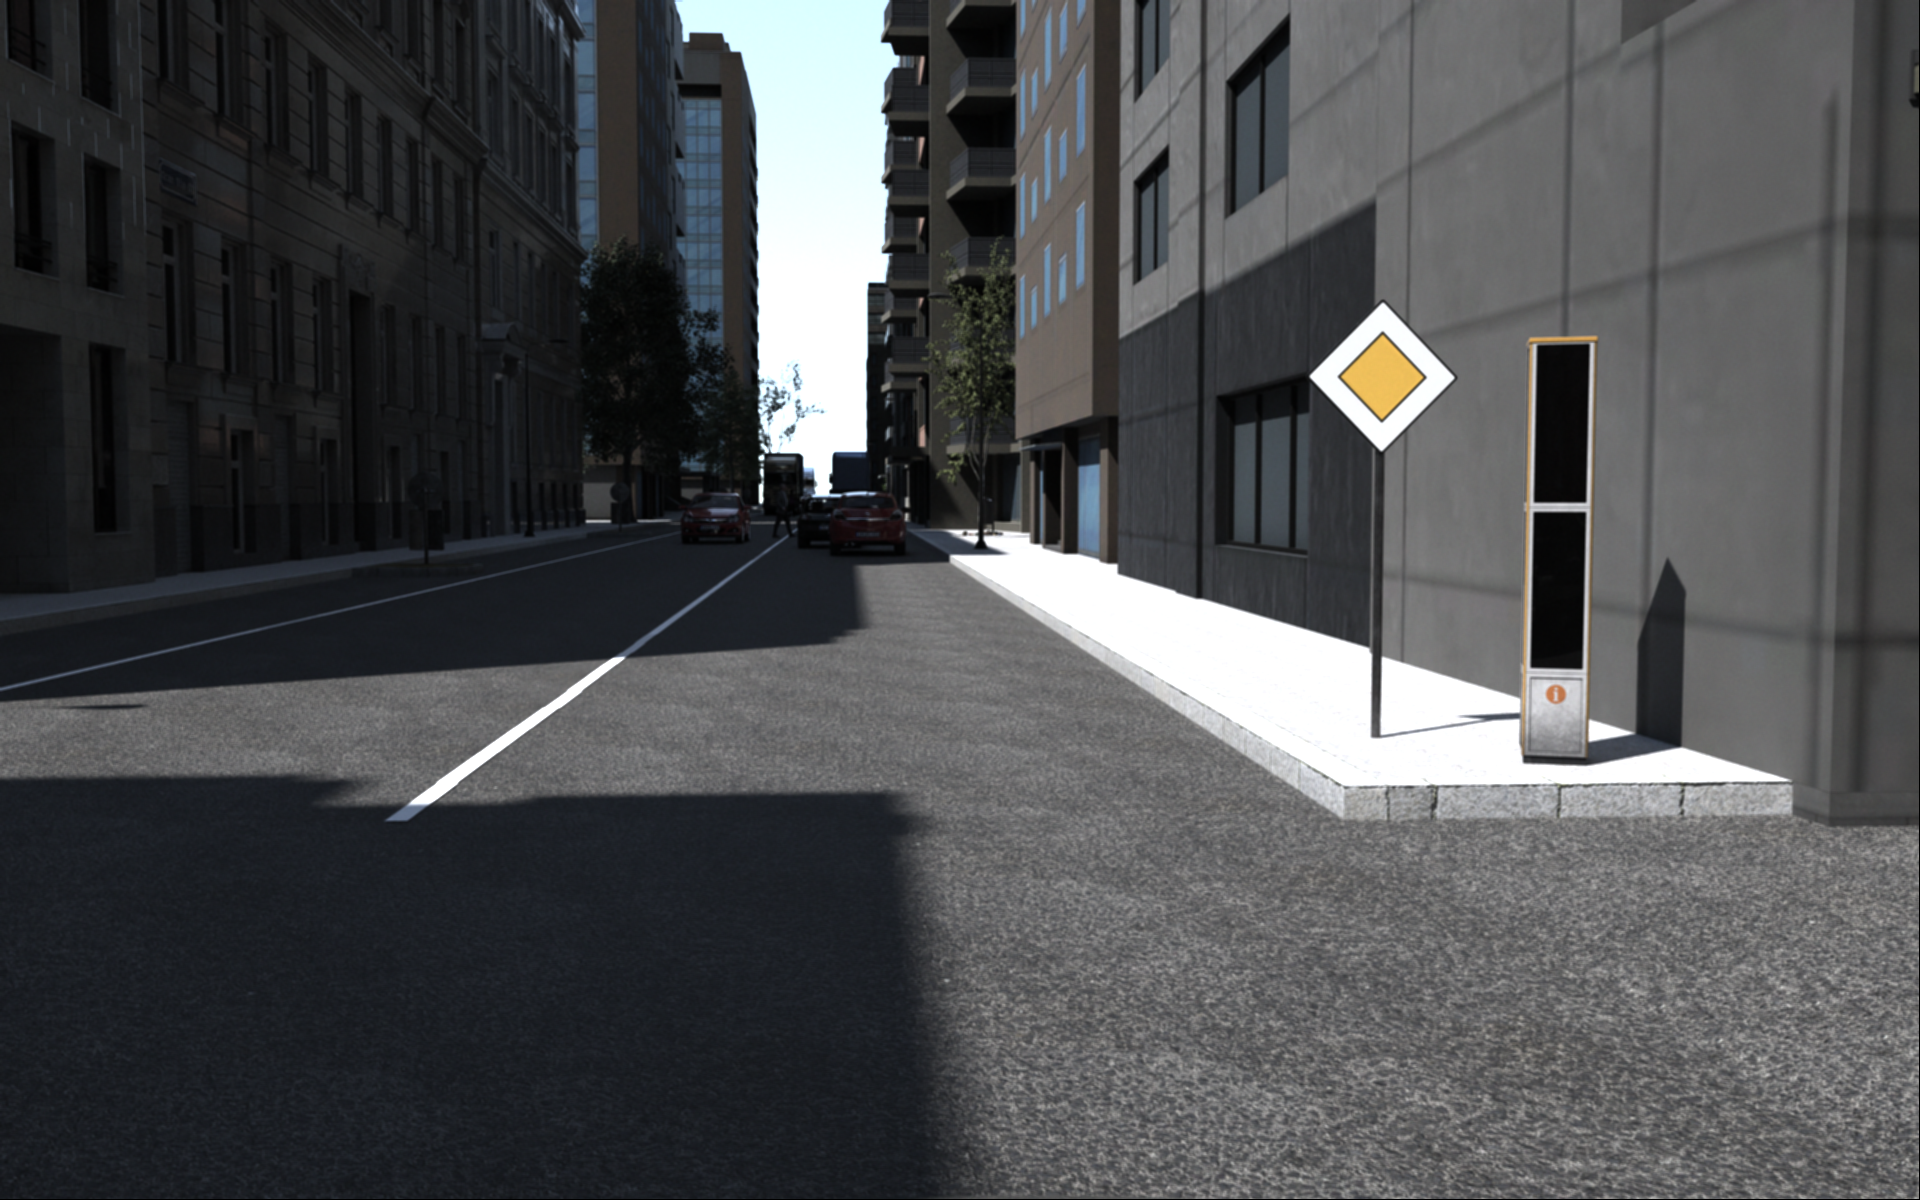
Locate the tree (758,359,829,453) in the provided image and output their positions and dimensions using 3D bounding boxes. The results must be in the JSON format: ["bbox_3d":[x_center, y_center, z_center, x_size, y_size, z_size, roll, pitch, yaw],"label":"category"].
[{"bbox_3d":[-25.096,-23.607,241.864,12.611,20.169,13.585,0,3,0],"label":"tree"}]

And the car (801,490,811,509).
[{"bbox_3d":[-13.053,-7.925,138.249,2.281,1.827,5.304,0,4,-5],"label":"car"}]

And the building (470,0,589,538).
[{"bbox_3d":[-20.725,-16.717,59.220,13.634,28.700,20.117,0,4,-4],"label":"building"}]

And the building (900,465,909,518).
[{"bbox_3d":[12.866,-24.829,97.837,32.217,40.220,23.993,0,4,-4],"label":"building"}]

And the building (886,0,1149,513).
[{"bbox_3d":[4.051,-43.465,148.903,20.563,71.187,20.611,0,4,-4],"label":"building"}]

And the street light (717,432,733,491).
[{"bbox_3d":[-17.601,-9.599,129.479,1.470,5.913,1.316,0,4,-4],"label":"street light"}]

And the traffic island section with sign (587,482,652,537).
[{"bbox_3d":[-11.413,-3.033,58.215,1.989,1.847,2.006,0,4,-4],"label":"traffic island section with sign"}]

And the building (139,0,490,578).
[{"bbox_3d":[-18.663,-14.649,36.781,12.463,27.353,25.104,0,4,-4],"label":"building"}]

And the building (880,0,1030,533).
[{"bbox_3d":[7.986,-25.389,69.738,22.147,44.769,28.867,0,4,-4],"label":"building"}]

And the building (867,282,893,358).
[{"bbox_3d":[-5.650,-28.429,236.518,14.160,30.474,14.107,0,4,-4],"label":"building"}]

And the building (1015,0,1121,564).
[{"bbox_3d":[8.805,-23.698,37.569,14.600,45.320,14.200,0,4,-4],"label":"building"}]

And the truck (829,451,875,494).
[{"bbox_3d":[-6.679,-6.959,103.545,2.967,4.110,18.799,0,4,-2],"label":"truck"}]

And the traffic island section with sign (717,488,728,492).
[{"bbox_3d":[-14.684,-6.049,107.526,1.989,1.847,2.006,0,4,-4],"label":"traffic island section with sign"}]

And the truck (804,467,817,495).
[{"bbox_3d":[-16.084,-11.584,179.154,2.967,4.110,18.799,0,4,-4],"label":"truck"}]

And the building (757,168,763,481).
[{"bbox_3d":[-36.588,-36.535,216.962,23.786,49.044,30.456,0,4,-4],"label":"building"}]

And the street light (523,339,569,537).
[{"bbox_3d":[-12.406,-4.854,51.909,1.470,5.913,1.316,0,4,-4],"label":"street light"}]

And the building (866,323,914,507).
[{"bbox_3d":[2.329,-22.647,215.322,27.650,21.520,28.899,0,4,-4],"label":"building"}]

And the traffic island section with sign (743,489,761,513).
[{"bbox_3d":[-16.471,-7.701,134.535,1.989,1.847,2.006,0,4,-4],"label":"traffic island section with sign"}]

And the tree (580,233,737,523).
[{"bbox_3d":[-14.687,-9.739,76.241,9.611,12.733,9.660,0,3,0],"label":"tree"}]

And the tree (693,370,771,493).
[{"bbox_3d":[-21.179,-14.695,158.392,7.486,12.596,7.792,0,3,0],"label":"tree"}]

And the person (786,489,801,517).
[{"bbox_3d":[-10.425,-5.983,107.006,1.217,1.739,0.721,-1,4,-19],"label":"person"}]

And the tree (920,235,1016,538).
[{"bbox_3d":[0.697,-6.113,50.316,4.737,8.622,4.395,0,3,0],"label":"tree"}]

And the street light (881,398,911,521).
[{"bbox_3d":[-2.947,-6.795,83.636,1.470,5.913,1.316,0,4,-4],"label":"street light"}]

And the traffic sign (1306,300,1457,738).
[{"bbox_3d":[2.187,-0.331,9.061,0.795,2.450,0.064,0,4,-4],"label":"traffic sign"}]

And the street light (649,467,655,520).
[{"bbox_3d":[-14.612,-6.878,84.997,1.470,5.913,1.316,0,4,-4],"label":"street light"}]

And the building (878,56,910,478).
[{"bbox_3d":[3.270,-34.567,184.774,23.786,49.044,30.456,0,4,-4],"label":"building"}]

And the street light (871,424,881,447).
[{"bbox_3d":[-4.968,-8.706,114.876,1.470,5.913,1.316,0,4,-4],"label":"street light"}]

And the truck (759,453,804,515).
[{"bbox_3d":[-12.244,-8.027,120.150,2.839,4.237,11.283,0,4,-3],"label":"truck"}]

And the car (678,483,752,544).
[{"bbox_3d":[-7.238,-2.595,51.467,2.155,1.783,4.494,0,4,-3],"label":"car"}]

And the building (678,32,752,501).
[{"bbox_3d":[-28.175,-31.957,172.602,14.600,45.320,14.200,0,4,-4],"label":"building"}]

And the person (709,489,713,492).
[{"bbox_3d":[-13.816,-5.278,95.524,0.721,1.735,1.217,0,4,1],"label":"person"}]

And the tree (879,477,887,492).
[{"bbox_3d":[-6.740,-10.629,168.388,1.663,3.219,1.824,0,3,0],"label":"tree"}]

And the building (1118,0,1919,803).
[{"bbox_3d":[13.350,-35.343,16.112,20.611,71.187,20.563,0,4,-4],"label":"building"}]

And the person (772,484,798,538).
[{"bbox_3d":[-5.775,-2.944,57.039,0.834,1.777,0.661,1,4,9],"label":"person"}]

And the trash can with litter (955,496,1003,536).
[{"bbox_3d":[0.535,-2.607,53.687,1.678,1.210,2.233,3,5,41],"label":"trash can with litter"}]

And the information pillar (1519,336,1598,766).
[{"bbox_3d":[2.857,-0.232,8.288,0.304,2.012,0.304,1,4,16],"label":"information pillar"}]

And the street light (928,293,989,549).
[{"bbox_3d":[-0.050,-4.140,40.231,1.470,5.913,1.316,0,4,-4],"label":"street light"}]

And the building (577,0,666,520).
[{"bbox_3d":[-22.794,-26.858,89.231,14.600,45.320,14.200,0,4,-4],"label":"building"}]

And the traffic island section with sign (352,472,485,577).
[{"bbox_3d":[-9.614,-1.365,30.952,1.989,1.847,2.006,0,4,-4],"label":"traffic island section with sign"}]

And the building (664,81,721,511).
[{"bbox_3d":[-35.406,-27.128,135.416,32.217,40.220,23.993,0,4,-4],"label":"building"}]

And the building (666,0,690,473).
[{"bbox_3d":[-31.900,-31.805,109.257,28.713,52.752,27.495,0,4,-4],"label":"building"}]

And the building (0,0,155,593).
[{"bbox_3d":[-16.334,-9.855,15.885,10.420,20.320,16.860,0,4,-4],"label":"building"}]

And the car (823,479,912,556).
[{"bbox_3d":[-2.233,-2.006,41.842,2.155,1.783,4.494,0,4,-3],"label":"car"}]

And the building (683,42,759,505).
[{"bbox_3d":[-33.424,-34.640,190.063,21.300,48.544,21.600,0,4,-4],"label":"building"}]

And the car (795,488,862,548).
[{"bbox_3d":[-3.508,-2.285,47.149,2.009,1.686,4.222,0,4,-3],"label":"car"}]
